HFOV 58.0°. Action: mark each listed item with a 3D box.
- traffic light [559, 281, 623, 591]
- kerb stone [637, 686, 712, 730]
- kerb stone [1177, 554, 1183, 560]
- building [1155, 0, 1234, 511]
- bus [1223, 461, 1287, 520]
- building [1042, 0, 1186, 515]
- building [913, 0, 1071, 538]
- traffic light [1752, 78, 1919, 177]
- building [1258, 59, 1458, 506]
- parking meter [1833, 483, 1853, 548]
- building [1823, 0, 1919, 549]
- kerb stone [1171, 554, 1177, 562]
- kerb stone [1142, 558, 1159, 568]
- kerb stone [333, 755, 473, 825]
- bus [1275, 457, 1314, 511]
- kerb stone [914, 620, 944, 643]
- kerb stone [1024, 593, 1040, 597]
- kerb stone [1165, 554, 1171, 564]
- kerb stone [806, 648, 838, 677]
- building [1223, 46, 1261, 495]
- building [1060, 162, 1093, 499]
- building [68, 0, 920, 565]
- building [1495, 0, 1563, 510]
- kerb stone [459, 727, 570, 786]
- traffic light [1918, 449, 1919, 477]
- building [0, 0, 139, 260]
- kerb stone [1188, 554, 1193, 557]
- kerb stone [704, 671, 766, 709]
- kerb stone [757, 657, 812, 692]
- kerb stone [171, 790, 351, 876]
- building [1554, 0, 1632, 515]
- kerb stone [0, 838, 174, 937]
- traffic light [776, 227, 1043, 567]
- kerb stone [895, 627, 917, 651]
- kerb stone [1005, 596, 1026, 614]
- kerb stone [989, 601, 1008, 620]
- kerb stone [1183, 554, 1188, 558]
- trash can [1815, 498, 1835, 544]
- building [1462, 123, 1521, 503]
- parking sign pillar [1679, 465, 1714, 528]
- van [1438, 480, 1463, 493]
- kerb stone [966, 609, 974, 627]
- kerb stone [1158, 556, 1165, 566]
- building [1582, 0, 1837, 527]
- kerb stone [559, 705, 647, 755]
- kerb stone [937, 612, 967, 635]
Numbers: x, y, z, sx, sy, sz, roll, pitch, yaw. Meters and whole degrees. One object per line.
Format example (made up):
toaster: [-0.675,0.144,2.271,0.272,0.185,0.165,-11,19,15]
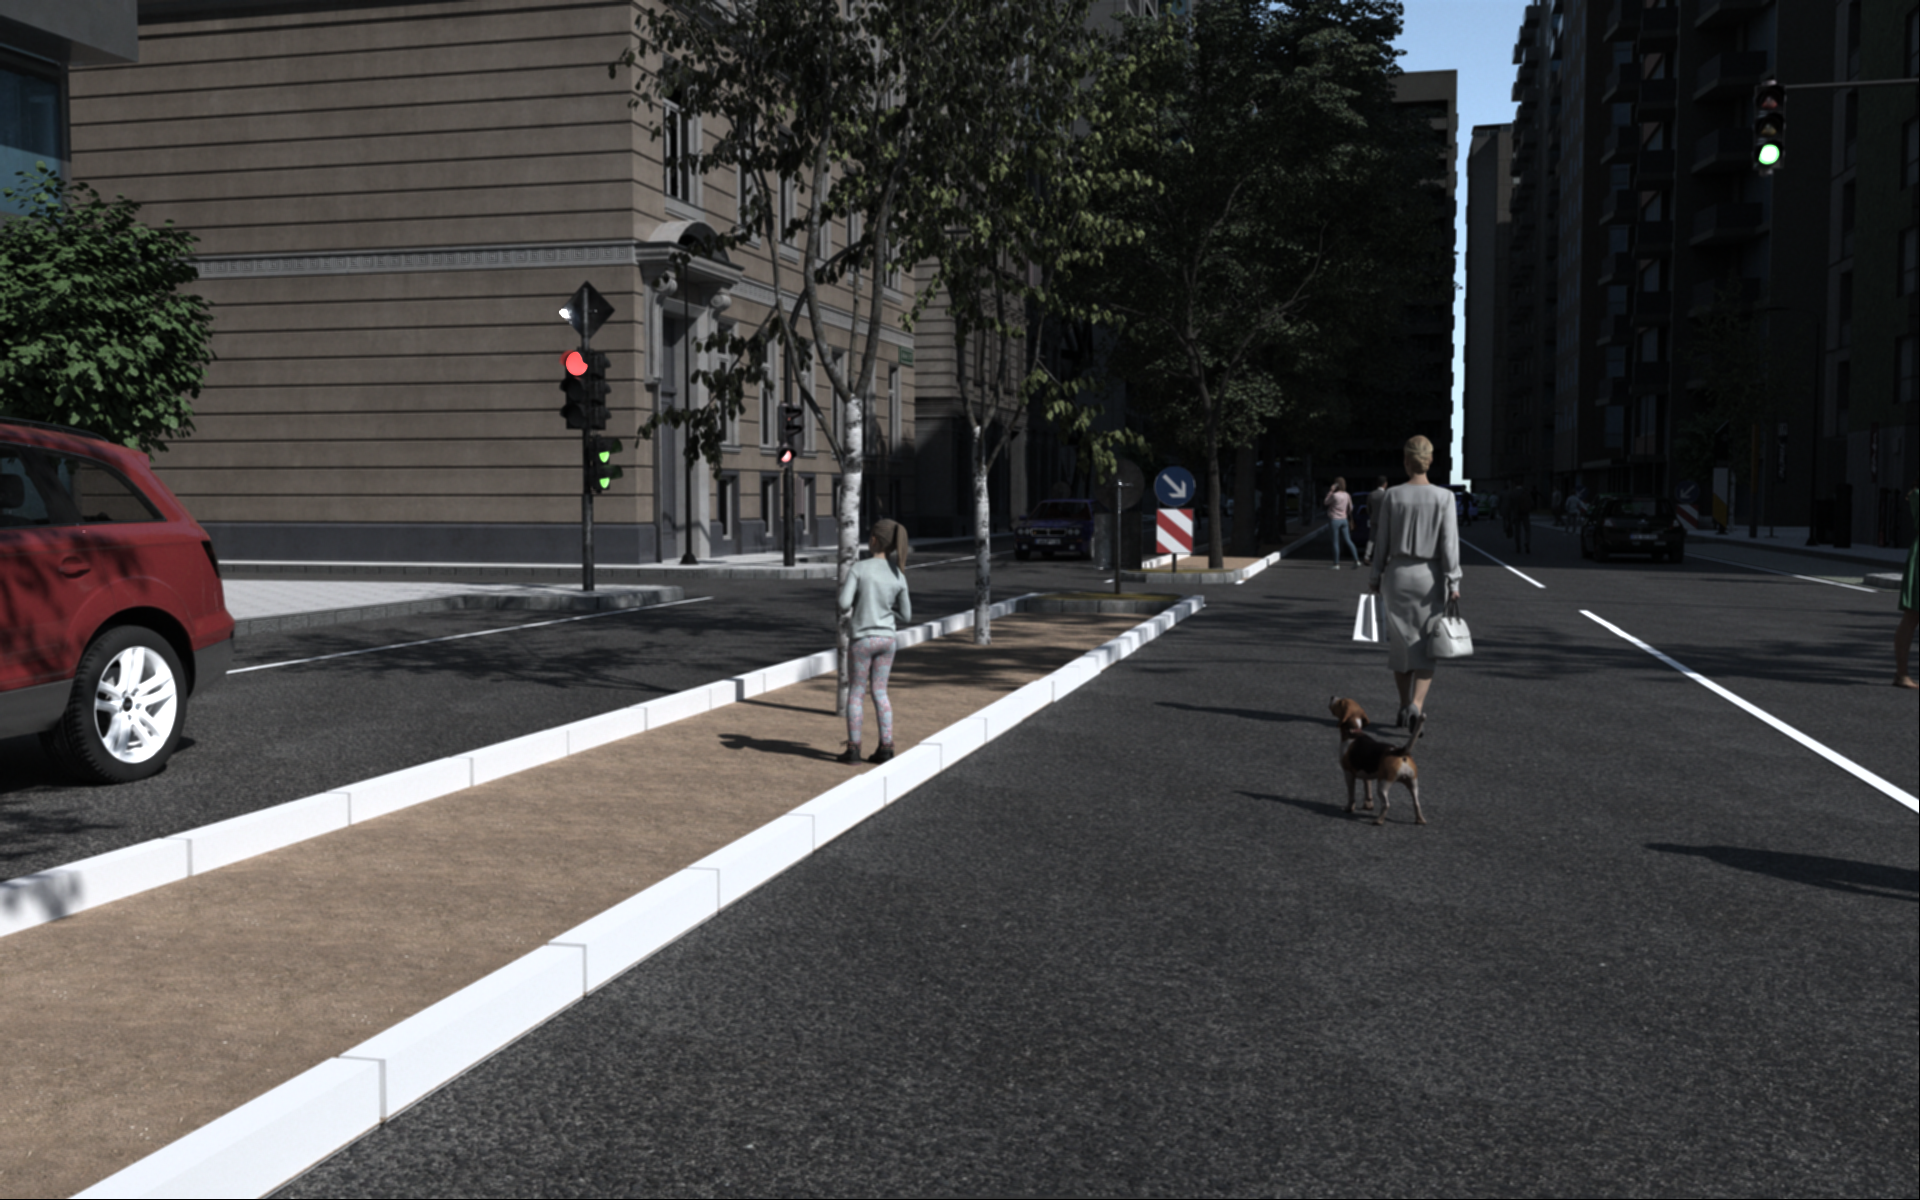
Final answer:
traffic light: [-4.909,-2.075,22.842,0.839,4.253,0.868,1,4,14]
kerb stone: [-1.824,0.690,10.933,0.120,0.150,1.000,1,4,14]
kerb stone: [4.633,-0.925,37.338,0.120,0.150,1.000,1,4,14]
building: [10.476,-31.943,141.871,23.786,49.044,30.456,1,4,14]
bus: [16.582,-6.206,96.321,2.948,3.499,13.247,1,4,13]
building: [4.642,-41.433,115.676,20.563,71.187,20.611,1,4,14]
building: [-2.638,-12.885,59.822,9.793,20.994,18.267,1,4,14]
traffic light: [11.074,-2.701,18.824,4.771,5.953,1.251,1,4,14]
building: [43.613,-34.802,192.712,21.600,48.544,21.300,1,4,14]
parking meter: [20.993,-2.004,41.171,0.372,1.533,0.369,0,3,0]
building: [30.551,-22.069,44.420,14.154,41.232,14.086,1,4,14]
kerb stone: [4.382,-0.864,36.342,0.120,0.150,1.000,1,4,14]
kerb stone: [3.654,-0.675,33.346,0.120,0.150,1.000,1,4,14]
kerb stone: [-2.558,0.872,7.943,0.120,0.150,1.000,1,4,14]
bus: [22.368,-7.688,117.242,2.896,3.916,12.252,1,4,14]
kerb stone: [-0.364,0.328,16.906,0.120,0.150,1.000,1,4,14]
kerb stone: [0.858,0.020,21.873,0.120,0.150,1.000,1,4,14]
kerb stone: [4.140,-0.804,35.348,0.120,0.150,1.000,1,4,14]
kerb stone: [-1.096,0.507,13.914,0.120,0.150,1.000,1,4,14]
building: [22.140,-31.928,172.138,14.200,45.320,14.600,1,4,14]
building: [-2.637,-12.891,78.216,16.820,18.784,16.811,1,4,14]
building: [-9.557,-15.631,41.471,13.634,28.700,20.117,1,4,14]
building: [61.096,-32.712,154.451,23.786,49.044,30.456,1,4,14]
kerb stone: [-2.309,0.811,8.935,0.120,0.150,1.000,1,4,14]
traffic light: [15.023,-2.282,26.225,0.839,4.253,0.868,1,4,14]
building: [-26.791,-24.263,16.309,30.456,49.044,23.786,1,4,14]
kerb stone: [5.115,-1.048,39.326,0.120,0.150,1.000,1,4,14]
kerb stone: [-1.583,0.629,11.928,0.120,0.150,1.000,1,4,14]
kerb stone: [-1.337,0.567,12.921,0.120,0.150,1.000,1,4,14]
kerb stone: [-2.799,0.934,6.950,0.120,0.150,1.000,1,4,14]
building: [44.105,-27.780,104.314,14.600,45.320,14.200,1,4,14]
kerb stone: [-3.046,0.993,5.958,0.120,0.150,1.000,1,4,14]
traffic light: [-0.960,-3.393,30.138,4.771,5.953,1.251,1,4,14]
kerb stone: [-0.603,0.385,15.908,0.120,0.150,1.000,1,4,14]
kerb stone: [0.605,0.080,20.883,0.120,0.150,1.000,1,4,14]
kerb stone: [0.361,0.149,19.890,0.120,0.150,1.000,1,4,14]
kerb stone: [4.872,-0.985,38.333,0.120,0.150,1.000,1,4,14]
trash can: [22.189,-1.994,44.253,0.748,1.137,0.748,0,3,0]
building: [61.299,-30.640,184.557,14.086,41.232,14.154,1,4,14]
parking sign pillar: [27.733,-4.693,65.200,1.447,3.967,1.447,-1,4,-19]
van: [32.693,-6.786,115.330,2.240,2.365,5.245,1,4,15]
kerb stone: [0.119,0.202,18.897,0.120,0.150,1.000,1,4,14]
kerb stone: [3.894,-0.743,34.339,0.120,0.150,1.000,1,4,14]
building: [41.456,-25.909,78.240,22.147,44.769,28.867,1,4,14]
kerb stone: [-2.070,0.753,9.930,0.120,0.150,1.000,1,4,14]
kerb stone: [-0.127,0.263,17.903,0.120,0.150,1.000,1,4,14]
